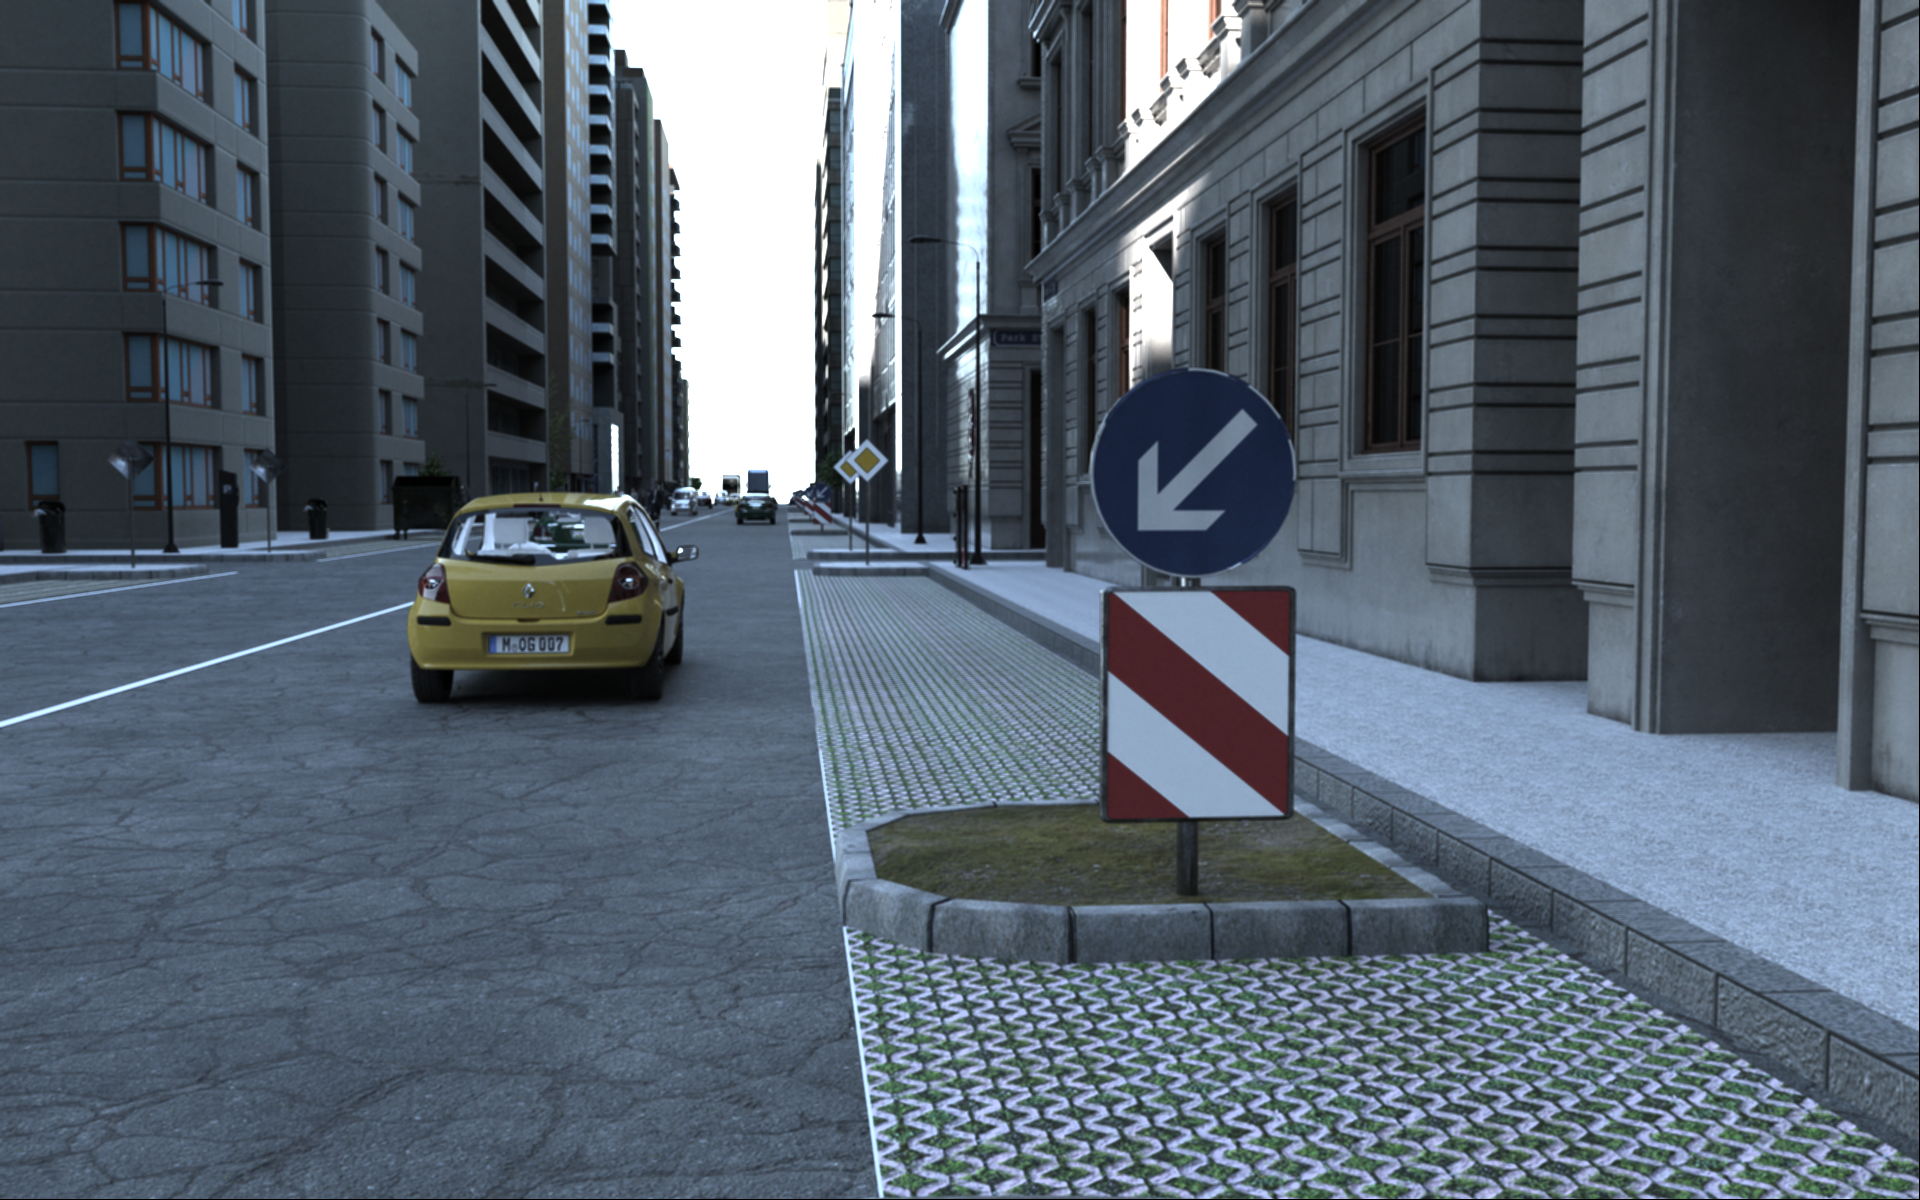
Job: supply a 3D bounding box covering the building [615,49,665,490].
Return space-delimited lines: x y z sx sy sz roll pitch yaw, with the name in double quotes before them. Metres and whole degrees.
"building" -38.810 -32.309 178.360 14.600 45.320 14.200 0 4 -6

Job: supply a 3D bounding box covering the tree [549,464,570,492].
"tree" -25.941 -7.126 111.119 1.663 3.219 1.824 0 3 0

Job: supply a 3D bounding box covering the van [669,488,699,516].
"van" -18.579 -6.710 116.727 2.013 2.044 4.112 0 4 -6

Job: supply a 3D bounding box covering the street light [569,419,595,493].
"street light" -23.693 -8.270 107.756 1.470 5.913 1.316 0 4 -6

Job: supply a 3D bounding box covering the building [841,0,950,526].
"building" 0.457 -16.437 86.763 12.078 24.808 19.932 0 4 -6

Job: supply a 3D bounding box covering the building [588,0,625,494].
"building" -38.537 -50.621 140.326 22.319 86.520 31.000 0 4 -6

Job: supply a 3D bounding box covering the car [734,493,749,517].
"car" -13.512 -6.161 110.956 2.015 1.641 3.980 0 4 -5

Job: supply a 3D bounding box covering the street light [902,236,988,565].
"street light" -0.212 -3.599 31.381 1.470 5.913 1.316 0 4 -6

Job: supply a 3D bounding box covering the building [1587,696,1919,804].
"building" 9.577 -10.038 0.276 11.583 22.565 21.152 0 4 -6

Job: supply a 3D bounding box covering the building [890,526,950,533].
"building" 3.062 -15.169 66.043 12.078 24.808 19.932 0 4 -6

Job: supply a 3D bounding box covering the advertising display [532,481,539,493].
"advertising display" -21.853 -5.132 89.121 0.123 1.923 0.974 0 4 0

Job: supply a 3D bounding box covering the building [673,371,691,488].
"building" -53.874 -24.875 251.745 27.650 21.520 28.899 0 4 -6

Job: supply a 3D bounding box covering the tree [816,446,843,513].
"tree" -8.019 -8.155 117.041 4.285 4.588 4.351 0 3 0

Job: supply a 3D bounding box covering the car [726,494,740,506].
"car" -27.082 -12.098 208.023 2.015 1.641 3.980 0 4 -6

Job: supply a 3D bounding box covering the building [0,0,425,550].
"building" -33.462 -12.676 52.297 27.650 21.520 28.899 0 4 -6

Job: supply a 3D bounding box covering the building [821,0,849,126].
"building" -2.258 -33.136 165.474 21.300 48.544 21.600 0 4 -6

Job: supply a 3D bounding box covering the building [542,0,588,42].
"building" -33.230 -28.690 119.192 14.600 45.320 14.200 0 4 -6

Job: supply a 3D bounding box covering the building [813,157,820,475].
"building" -9.214 -37.558 237.775 21.300 48.544 21.600 0 4 -6

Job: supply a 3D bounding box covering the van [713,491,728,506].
"van" -30.144 -12.923 218.306 2.013 2.044 4.112 0 4 -4

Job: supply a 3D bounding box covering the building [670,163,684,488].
"building" -47.256 -34.746 222.727 22.147 44.769 28.867 0 4 -6

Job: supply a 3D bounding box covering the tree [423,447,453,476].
"tree" -22.049 -4.752 72.292 1.663 3.219 1.824 0 3 0

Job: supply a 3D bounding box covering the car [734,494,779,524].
"car" -9.823 -4.389 83.565 2.131 1.459 4.920 0 4 -6

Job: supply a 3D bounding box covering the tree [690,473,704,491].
"tree" -41.641 -17.551 270.675 4.285 4.588 4.351 0 3 0

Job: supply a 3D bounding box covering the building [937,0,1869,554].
"building" 9.902 -12.769 44.923 21.152 22.565 11.583 0 4 -6

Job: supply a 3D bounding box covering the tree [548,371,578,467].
"tree" -24.658 -9.237 101.387 4.737 8.622 4.395 0 3 0

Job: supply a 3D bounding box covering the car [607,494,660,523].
"car" -6.216 -1.083 29.509 2.131 1.459 4.920 0 4 -7

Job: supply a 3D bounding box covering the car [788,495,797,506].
"car" -20.461 -12.444 216.042 1.945 1.354 3.894 0 4 -7

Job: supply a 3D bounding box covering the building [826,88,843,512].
"building" -2.787 -21.751 127.334 14.160 30.474 14.107 0 4 -6

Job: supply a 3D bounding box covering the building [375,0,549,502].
"building" -32.726 -28.208 84.903 21.300 48.544 21.600 0 4 -6

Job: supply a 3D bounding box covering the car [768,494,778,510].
"car" -17.650 -8.981 158.838 2.014 1.417 4.499 0 4 -5

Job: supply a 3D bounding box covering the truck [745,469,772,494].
"truck" -20.979 -11.581 179.107 2.967 4.110 18.799 0 4 -6

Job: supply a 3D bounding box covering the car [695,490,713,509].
"car" -25.629 -9.987 171.960 2.281 1.827 5.304 0 4 -7

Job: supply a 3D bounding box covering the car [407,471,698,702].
"car" -3.067 -0.195 13.406 2.015 1.641 3.980 0 4 -6

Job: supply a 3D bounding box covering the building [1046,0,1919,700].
"building" 7.447 -11.323 21.280 11.583 22.565 21.152 0 4 -6

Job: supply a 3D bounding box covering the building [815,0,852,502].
"building" -7.841 -47.572 216.049 20.563 71.187 20.611 0 4 -6

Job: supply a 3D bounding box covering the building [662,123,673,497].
"building" -41.082 -33.738 201.731 14.600 45.320 14.200 0 4 -6

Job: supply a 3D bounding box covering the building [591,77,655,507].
"building" -36.773 -29.413 164.502 14.154 41.232 14.086 0 4 -6

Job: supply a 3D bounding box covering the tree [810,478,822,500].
"tree" -17.006 -12.824 204.277 1.663 3.219 1.824 0 3 0

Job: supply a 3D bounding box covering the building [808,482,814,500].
"building" -6.797 -34.886 262.272 32.217 40.220 23.993 0 4 -6

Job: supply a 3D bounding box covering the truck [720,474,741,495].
"truck" -32.306 -15.647 244.745 2.839 4.237 11.283 0 4 -5

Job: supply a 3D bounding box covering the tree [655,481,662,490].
"tree" -33.264 -11.869 188.664 1.663 3.219 1.824 0 3 0

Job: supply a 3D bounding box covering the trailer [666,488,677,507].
"trailer" -28.347 -10.037 171.161 1.471 1.999 3.904 0 4 -6
